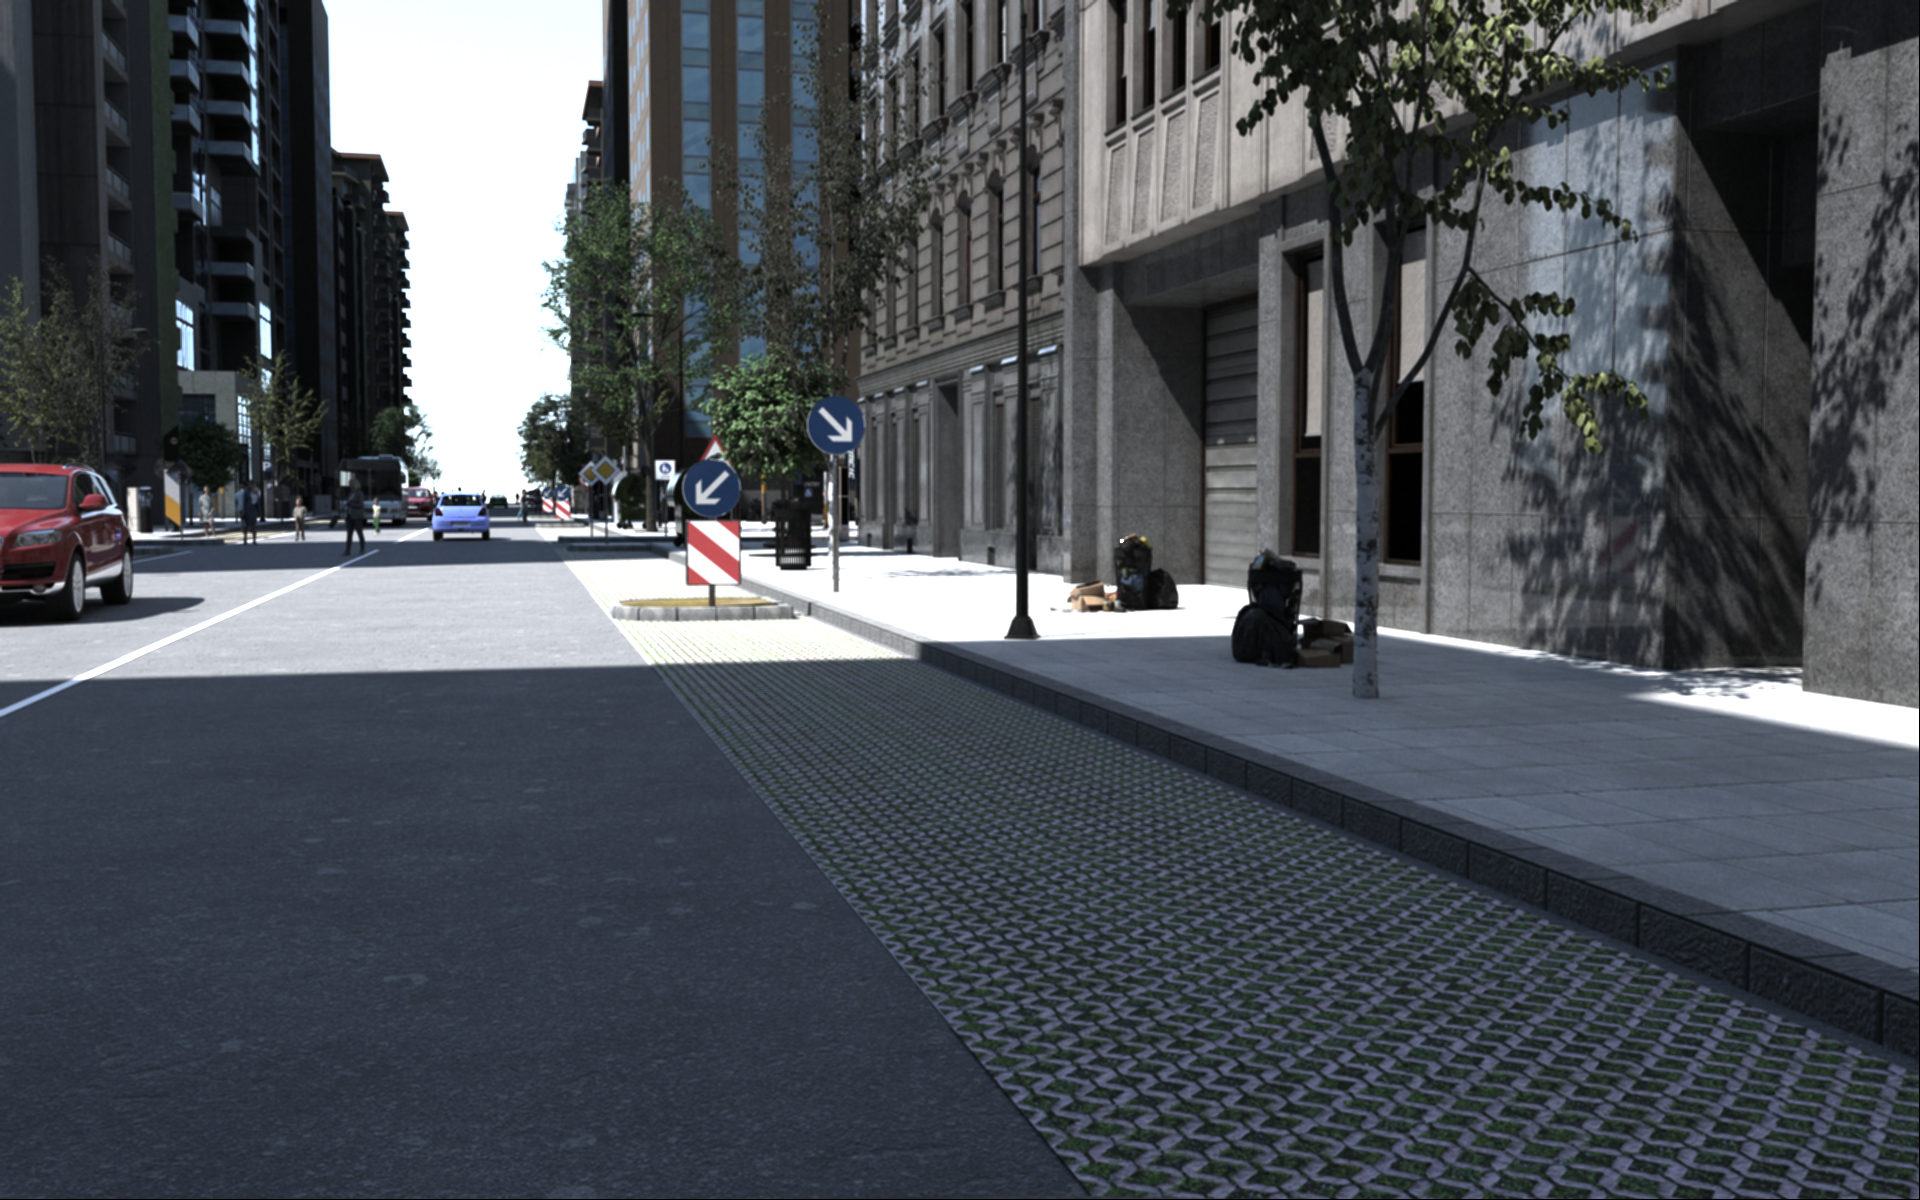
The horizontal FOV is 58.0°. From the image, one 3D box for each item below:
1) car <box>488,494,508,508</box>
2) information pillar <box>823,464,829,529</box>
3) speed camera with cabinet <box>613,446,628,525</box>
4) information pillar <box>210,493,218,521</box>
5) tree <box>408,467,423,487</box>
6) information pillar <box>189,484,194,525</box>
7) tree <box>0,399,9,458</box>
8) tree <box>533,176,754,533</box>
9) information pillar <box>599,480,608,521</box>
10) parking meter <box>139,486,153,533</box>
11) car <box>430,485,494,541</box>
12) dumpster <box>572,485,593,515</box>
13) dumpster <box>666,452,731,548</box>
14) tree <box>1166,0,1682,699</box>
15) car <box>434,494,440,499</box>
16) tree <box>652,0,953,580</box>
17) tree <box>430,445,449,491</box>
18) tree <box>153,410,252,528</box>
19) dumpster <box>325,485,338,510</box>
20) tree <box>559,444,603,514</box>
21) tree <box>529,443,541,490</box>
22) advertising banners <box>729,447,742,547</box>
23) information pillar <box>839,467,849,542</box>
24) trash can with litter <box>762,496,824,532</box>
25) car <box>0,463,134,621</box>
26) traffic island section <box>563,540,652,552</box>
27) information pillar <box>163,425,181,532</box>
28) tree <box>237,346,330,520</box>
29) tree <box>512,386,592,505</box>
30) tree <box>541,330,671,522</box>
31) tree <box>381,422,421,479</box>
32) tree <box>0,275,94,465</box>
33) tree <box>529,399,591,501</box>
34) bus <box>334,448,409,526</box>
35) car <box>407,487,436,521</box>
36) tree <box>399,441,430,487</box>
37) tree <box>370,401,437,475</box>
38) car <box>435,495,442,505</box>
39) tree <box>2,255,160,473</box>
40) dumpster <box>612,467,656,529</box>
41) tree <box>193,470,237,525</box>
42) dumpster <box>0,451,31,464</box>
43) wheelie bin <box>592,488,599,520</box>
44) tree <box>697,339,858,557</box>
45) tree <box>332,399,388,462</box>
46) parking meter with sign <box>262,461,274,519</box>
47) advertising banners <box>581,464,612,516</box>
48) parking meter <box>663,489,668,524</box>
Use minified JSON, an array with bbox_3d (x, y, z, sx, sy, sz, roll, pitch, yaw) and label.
[{"bbox_3d":[-46.201,-10.064,173.334,1.959,1.807,4.718,-1,4,-15],"label":"car"},{"bbox_3d":[-4.937,-4.455,64.197,0.183,3.616,0.504,1,4,12],"label":"information pillar"},{"bbox_3d":[-14.011,-4.719,71.493,0.660,3.252,2.038,-1,4,-10],"label":"speed camera with cabinet"},{"bbox_3d":[-35.899,-5.608,83.038,0.504,3.616,0.183,-3,5,-44],"label":"information pillar"},{"bbox_3d":[-65.835,-13.653,206.941,4.285,4.588,4.351,0,3,0],"label":"tree"},{"bbox_3d":[-31.582,-4.876,71.078,0.183,3.616,0.504,-2,4,-29],"label":"information pillar"},{"bbox_3d":[-21.572,-3.180,35.709,4.285,4.588,4.351,0,3,0],"label":"tree"},{"bbox_3d":[-10.526,-8.079,57.851,9.928,11.665,9.643,0,3,0],"label":"tree"},{"bbox_3d":[-17.142,-4.815,83.219,0.304,2.012,0.304,2,4,24],"label":"information pillar"},{"bbox_3d":[-26.711,-2.962,56.839,0.372,1.533,0.369,0,3,0],"label":"parking meter"},{"bbox_3d":[-15.739,-2.760,54.714,1.945,1.707,3.694,-1,4,-15],"label":"car"},{"bbox_3d":[-23.346,-6.216,107.393,1.264,1.857,1.865,-1,4,-15],"label":"dumpster"},{"bbox_3d":[-6.186,-2.383,41.459,1.502,2.255,1.985,-1,4,-15],"label":"dumpster"},{"bbox_3d":[2.582,-3.674,10.439,4.737,8.622,4.395,0,3,0],"label":"tree"},{"bbox_3d":[-65.157,-12.513,214.815,2.015,1.641,3.980,-1,4,-14],"label":"car"},{"bbox_3d":[-2.099,-4.614,25.803,4.360,8.622,3.978,0,3,0],"label":"tree"},{"bbox_3d":[-74.909,-17.840,242.043,4.360,8.622,3.978,0,3,0],"label":"tree"},{"bbox_3d":[-28.761,-5.037,66.063,4.285,4.588,4.351,0,3,0],"label":"tree"},{"bbox_3d":[-41.508,-6.685,115.062,1.264,1.857,1.865,-1,4,-14],"label":"dumpster"},{"bbox_3d":[-24.615,-7.930,113.364,4.285,4.588,4.351,0,3,0],"label":"tree"},{"bbox_3d":[-46.333,-14.982,195.320,4.737,8.622,4.395,0,3,0],"label":"tree"},{"bbox_3d":[-5.133,-2.647,39.472,0.090,3.025,2.074,0,4,-1],"label":"advertising banners"},{"bbox_3d":[-3.199,-2.584,46.734,0.304,2.012,0.304,-3,5,-42],"label":"information pillar"},{"bbox_3d":[-5.809,-2.929,58.945,2.233,1.210,1.678,3,5,42],"label":"trash can with litter"},{"bbox_3d":[-11.403,-0.747,20.882,2.281,1.827,5.304,-1,4,-16],"label":"car"},{"bbox_3d":[-9.021,-1.348,44.326,2.009,0.180,2.903,-1,4,-15],"label":"traffic island section"},{"bbox_3d":[-26.470,-4.090,58.228,0.504,3.616,0.183,-1,4,-22],"label":"information pillar"},{"bbox_3d":[-34.096,-8.345,86.809,4.737,8.622,4.395,0,3,0],"label":"tree"},{"bbox_3d":[-48.317,-18.308,205.985,9.857,13.997,8.962,0,3,0],"label":"tree"},{"bbox_3d":[-15.515,-7.825,78.296,4.737,8.622,4.395,0,3,0],"label":"tree"},{"bbox_3d":[-57.708,-13.907,177.745,4.737,8.622,4.395,0,3,0],"label":"tree"},{"bbox_3d":[-30.974,-6.593,58.164,4.737,8.622,4.395,0,3,0],"label":"tree"},{"bbox_3d":[-30.266,-11.182,133.183,4.360,8.622,3.978,0,3,0],"label":"tree"},{"bbox_3d":[-27.244,-5.257,80.818,2.948,3.499,13.247,-1,4,-16],"label":"bus"},{"bbox_3d":[-29.083,-5.120,92.377,2.281,1.827,5.304,-1,4,-14],"label":"car"},{"bbox_3d":[-68.716,-16.245,215.966,4.360,8.622,3.978,0,3,0],"label":"tree"},{"bbox_3d":[-61.641,-16.269,191.747,9.928,11.665,9.643,0,3,0],"label":"tree"},{"bbox_3d":[-50.283,-9.520,168.232,1.945,1.354,3.894,-1,4,-16],"label":"car"},{"bbox_3d":[-26.524,-6.242,52.427,4.360,8.622,3.978,0,3,0],"label":"tree"},{"bbox_3d":[-11.919,-3.725,63.401,1.502,2.255,1.985,-1,4,-15],"label":"dumpster"},{"bbox_3d":[-31.597,-4.783,72.804,1.663,3.219,1.824,0,3,0],"label":"tree"},{"bbox_3d":[-21.682,-2.244,39.186,1.502,2.255,1.985,-1,4,-15],"label":"dumpster"},{"bbox_3d":[-18.174,-4.855,87.285,0.693,1.594,0.980,-1,4,-10],"label":"wheelie bin"},{"bbox_3d":[-3.751,-3.183,35.762,4.285,4.588,4.351,0,3,0],"label":"tree"},{"bbox_3d":[-47.078,-11.317,135.398,4.360,8.622,3.978,0,3,0],"label":"tree"},{"bbox_3d":[-36.253,-5.784,90.828,0.543,3.016,1.738,-2,4,-27],"label":"parking meter with sign"},{"bbox_3d":[-20.871,-6.369,100.317,2.074,3.025,0.090,0,4,-7],"label":"advertising banners"},{"bbox_3d":[-12.920,-4.106,75.551,0.372,1.533,0.369,0,3,0],"label":"parking meter"}]
